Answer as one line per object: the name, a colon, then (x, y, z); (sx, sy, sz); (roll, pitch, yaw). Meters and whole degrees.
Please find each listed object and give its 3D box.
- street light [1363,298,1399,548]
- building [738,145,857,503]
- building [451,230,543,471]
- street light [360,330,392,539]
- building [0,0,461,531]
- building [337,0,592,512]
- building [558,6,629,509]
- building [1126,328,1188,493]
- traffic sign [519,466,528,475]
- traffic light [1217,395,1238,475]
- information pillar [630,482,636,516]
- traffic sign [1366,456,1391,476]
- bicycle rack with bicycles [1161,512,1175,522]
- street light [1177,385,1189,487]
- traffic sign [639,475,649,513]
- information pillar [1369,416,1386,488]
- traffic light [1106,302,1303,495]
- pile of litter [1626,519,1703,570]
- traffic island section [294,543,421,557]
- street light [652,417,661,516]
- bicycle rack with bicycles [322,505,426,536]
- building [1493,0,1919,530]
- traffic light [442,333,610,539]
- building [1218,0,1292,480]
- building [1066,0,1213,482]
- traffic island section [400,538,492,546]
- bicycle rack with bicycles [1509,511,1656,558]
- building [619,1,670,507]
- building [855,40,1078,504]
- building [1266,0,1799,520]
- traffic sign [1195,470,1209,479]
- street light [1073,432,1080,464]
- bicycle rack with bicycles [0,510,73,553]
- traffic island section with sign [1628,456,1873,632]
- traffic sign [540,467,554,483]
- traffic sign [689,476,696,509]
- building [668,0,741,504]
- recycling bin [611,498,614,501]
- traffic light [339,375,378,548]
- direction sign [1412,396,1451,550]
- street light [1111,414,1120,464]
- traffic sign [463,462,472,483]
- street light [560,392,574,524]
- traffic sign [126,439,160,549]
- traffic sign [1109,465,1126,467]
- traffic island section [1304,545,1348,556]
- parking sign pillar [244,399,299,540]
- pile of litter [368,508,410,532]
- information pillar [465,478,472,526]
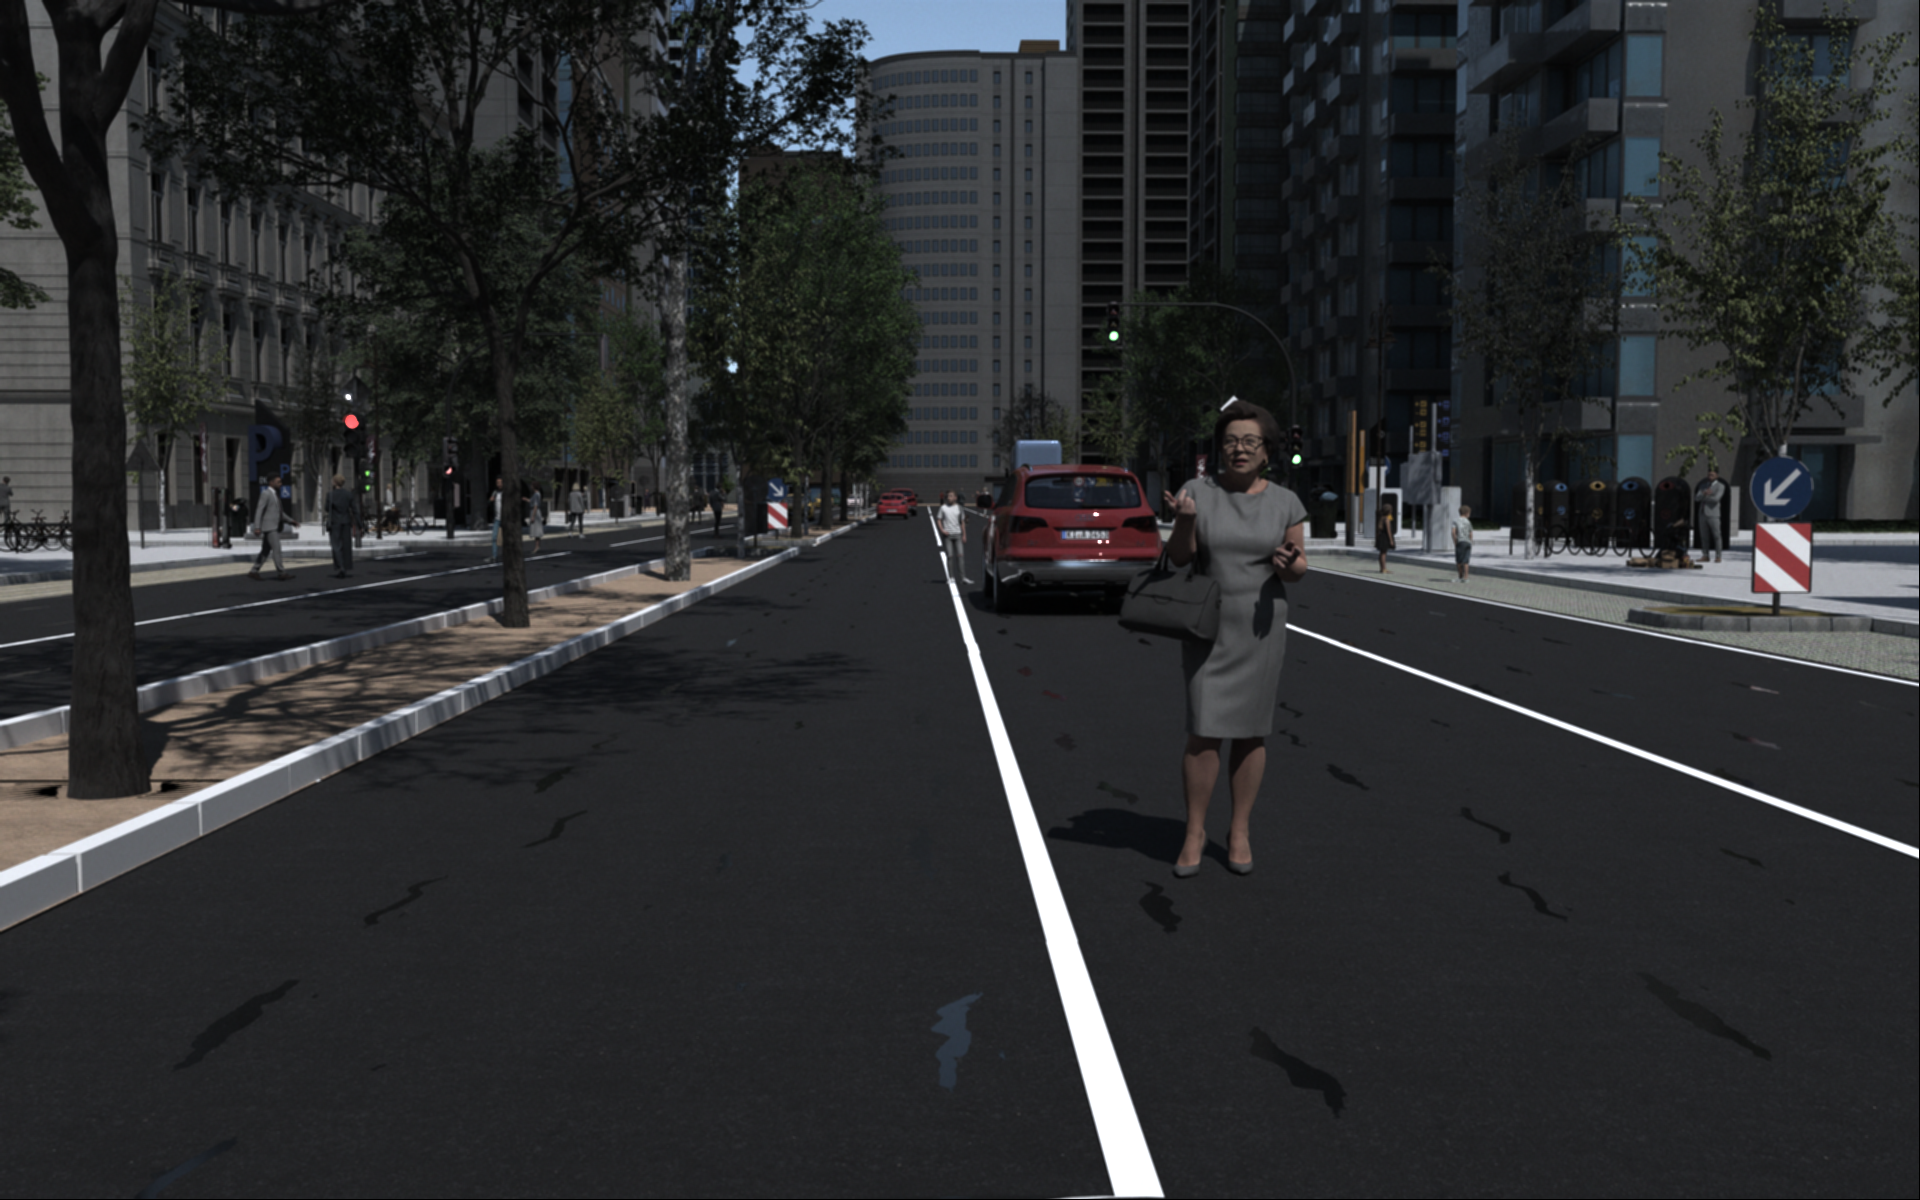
street light: (9.940, -4.175, 41.055); (0.468, 5.910, 1.993); (0, 4, -1)
building: (-20.812, -35.177, 225.253); (14.200, 45.320, 14.600); (0, 4, -1)
building: (-33.886, -16.112, 112.581); (9.793, 20.994, 18.267); (0, 4, -1)
street light: (-16.515, -4.667, 49.094); (0.468, 5.910, 1.993); (0, 4, -1)
building: (-36.786, -18.590, 80.364); (17.030, 29.872, 44.131); (0, 4, -1)
building: (-39.724, -42.461, 132.495); (20.563, 71.187, 20.611); (0, 4, -1)
building: (-37.194, -30.618, 150.713); (14.600, 45.320, 14.200); (0, 4, -1)
building: (32.294, -20.205, 175.394); (27.650, 21.520, 28.899); (0, 4, -1)
traffic sign: (-19.833, -4.772, 78.129); (0.768, 2.556, 0.104); (0, 4, 1)
traffic light: (7.757, -3.697, 49.362); (0.839, 4.253, 0.868); (0, 4, -1)
information pillar: (-19.465, -6.031, 103.094); (0.304, 2.012, 0.304); (-1, 4, -17)
traffic sign: (13.284, -3.362, 55.070); (0.768, 2.556, 0.104); (0, 4, 1)
bicycle rack with bicycles: (10.475, -4.057, 79.717); (2.852, 0.926, 2.925); (0, 4, 3)
street light: (9.285, -6.089, 72.340); (0.468, 5.910, 1.993); (0, 4, -1)
traffic sign: (-21.390, -7.163, 117.224); (0.768, 2.556, 0.104); (1, 4, 8)
information pillar: (12.508, -3.704, 51.907); (0.504, 3.616, 0.183); (0, 4, 1)
traffic light: (5.831, -4.069, 41.194); (4.771, 5.953, 1.251); (0, 4, -1)
pile of litter: (12.310, -0.996, 30.256); (1.176, 0.858, 1.719); (1, 4, 9)
traffic island section: (-14.276, -1.148, 41.044); (2.009, 0.180, 2.903); (0, 4, -1)
street light: (-17.475, -7.787, 100.106); (0.468, 5.910, 1.993); (0, 4, -1)
bicycle rack with bicycles: (-18.575, -2.490, 54.092); (2.925, 0.926, 2.852); (2, 4, 29)
building: (35.763, -27.536, 69.823); (30.456, 49.044, 23.786); (0, 4, -1)
traffic light: (-12.310, -4.545, 48.971); (4.771, 5.953, 1.251); (0, 4, -1)
building: (26.792, -27.425, 132.001); (14.154, 41.232, 14.086); (0, 4, -1)
building: (24.863, -48.315, 228.202); (20.611, 71.187, 20.563); (0, 4, -1)
traffic island section: (-14.440, -1.636, 49.028); (2.009, 0.180, 2.903); (0, 4, -1)
bicycle rack with bicycles: (12.718, -1.381, 35.963); (2.852, 0.926, 2.925); (0, 4, -4)
building: (-44.402, -38.882, 177.717); (28.212, 58.520, 21.231); (0, 4, -1)
building: (0.449, -41.987, 228.493); (28.212, 58.520, 21.231); (0, 4, -1)
building: (32.918, -29.907, 108.581); (23.786, 49.044, 30.456); (0, 4, -1)
traffic sign: (12.594, -5.511, 90.211); (0.768, 2.556, 0.104); (0, 3, 0)
street light: (8.324, -9.209, 123.351); (0.468, 5.910, 1.993); (0, 4, -1)
bicycle rack with bicycles: (-20.638, -1.548, 38.686); (2.925, 0.926, 2.852); (-3, 5, -45)
traffic island section with sign: (8.429, -0.623, 18.807); (1.989, 1.847, 2.006); (0, 4, -1)
traffic sign: (-19.098, -4.883, 79.941); (0.768, 2.556, 0.104); (0, 4, 0)
traffic sign: (-19.034, -7.489, 122.549); (0.768, 2.556, 0.104); (0, 4, 7)
building: (-43.767, -55.995, 228.195); (31.000, 86.520, 22.319); (0, 4, -1)
recycling bin: (-21.215, -5.809, 107.527); (0.722, 1.027, 0.722); (0, 4, 5)
traffic light: (-14.236, -3.180, 40.910); (0.839, 4.253, 0.868); (0, 4, -1)
direction sign: (10.859, -2.932, 39.934); (0.876, 3.537, 0.379); (0, 4, -5)
street light: (8.772, -7.649, 97.845); (0.468, 5.910, 1.993); (0, 4, -1)
traffic sign: (-19.011, -4.126, 67.571); (0.768, 2.556, 0.104); (0, 4, 4)
street light: (-16.977, -6.227, 74.601); (0.468, 5.910, 1.993); (0, 4, -1)
traffic sign: (-19.191, -2.483, 40.599); (0.884, 2.594, 0.081); (0, 4, 2)
traffic sign: (10.568, -7.829, 121.876); (2.265, 3.308, 0.079); (0, 4, -1)
traffic island section: (7.961, -1.175, 41.493); (2.009, 0.180, 2.903); (0, 4, -1)
parking sign pillar: (-19.433, -3.687, 48.760); (1.447, 3.967, 1.447); (2, 4, 31)
pile of litter: (-19.576, -2.769, 59.232); (1.176, 0.858, 1.719); (-3, 5, -43)
information pillar: (-19.467, -3.940, 68.918); (0.304, 2.012, 0.304); (1, 4, 23)
